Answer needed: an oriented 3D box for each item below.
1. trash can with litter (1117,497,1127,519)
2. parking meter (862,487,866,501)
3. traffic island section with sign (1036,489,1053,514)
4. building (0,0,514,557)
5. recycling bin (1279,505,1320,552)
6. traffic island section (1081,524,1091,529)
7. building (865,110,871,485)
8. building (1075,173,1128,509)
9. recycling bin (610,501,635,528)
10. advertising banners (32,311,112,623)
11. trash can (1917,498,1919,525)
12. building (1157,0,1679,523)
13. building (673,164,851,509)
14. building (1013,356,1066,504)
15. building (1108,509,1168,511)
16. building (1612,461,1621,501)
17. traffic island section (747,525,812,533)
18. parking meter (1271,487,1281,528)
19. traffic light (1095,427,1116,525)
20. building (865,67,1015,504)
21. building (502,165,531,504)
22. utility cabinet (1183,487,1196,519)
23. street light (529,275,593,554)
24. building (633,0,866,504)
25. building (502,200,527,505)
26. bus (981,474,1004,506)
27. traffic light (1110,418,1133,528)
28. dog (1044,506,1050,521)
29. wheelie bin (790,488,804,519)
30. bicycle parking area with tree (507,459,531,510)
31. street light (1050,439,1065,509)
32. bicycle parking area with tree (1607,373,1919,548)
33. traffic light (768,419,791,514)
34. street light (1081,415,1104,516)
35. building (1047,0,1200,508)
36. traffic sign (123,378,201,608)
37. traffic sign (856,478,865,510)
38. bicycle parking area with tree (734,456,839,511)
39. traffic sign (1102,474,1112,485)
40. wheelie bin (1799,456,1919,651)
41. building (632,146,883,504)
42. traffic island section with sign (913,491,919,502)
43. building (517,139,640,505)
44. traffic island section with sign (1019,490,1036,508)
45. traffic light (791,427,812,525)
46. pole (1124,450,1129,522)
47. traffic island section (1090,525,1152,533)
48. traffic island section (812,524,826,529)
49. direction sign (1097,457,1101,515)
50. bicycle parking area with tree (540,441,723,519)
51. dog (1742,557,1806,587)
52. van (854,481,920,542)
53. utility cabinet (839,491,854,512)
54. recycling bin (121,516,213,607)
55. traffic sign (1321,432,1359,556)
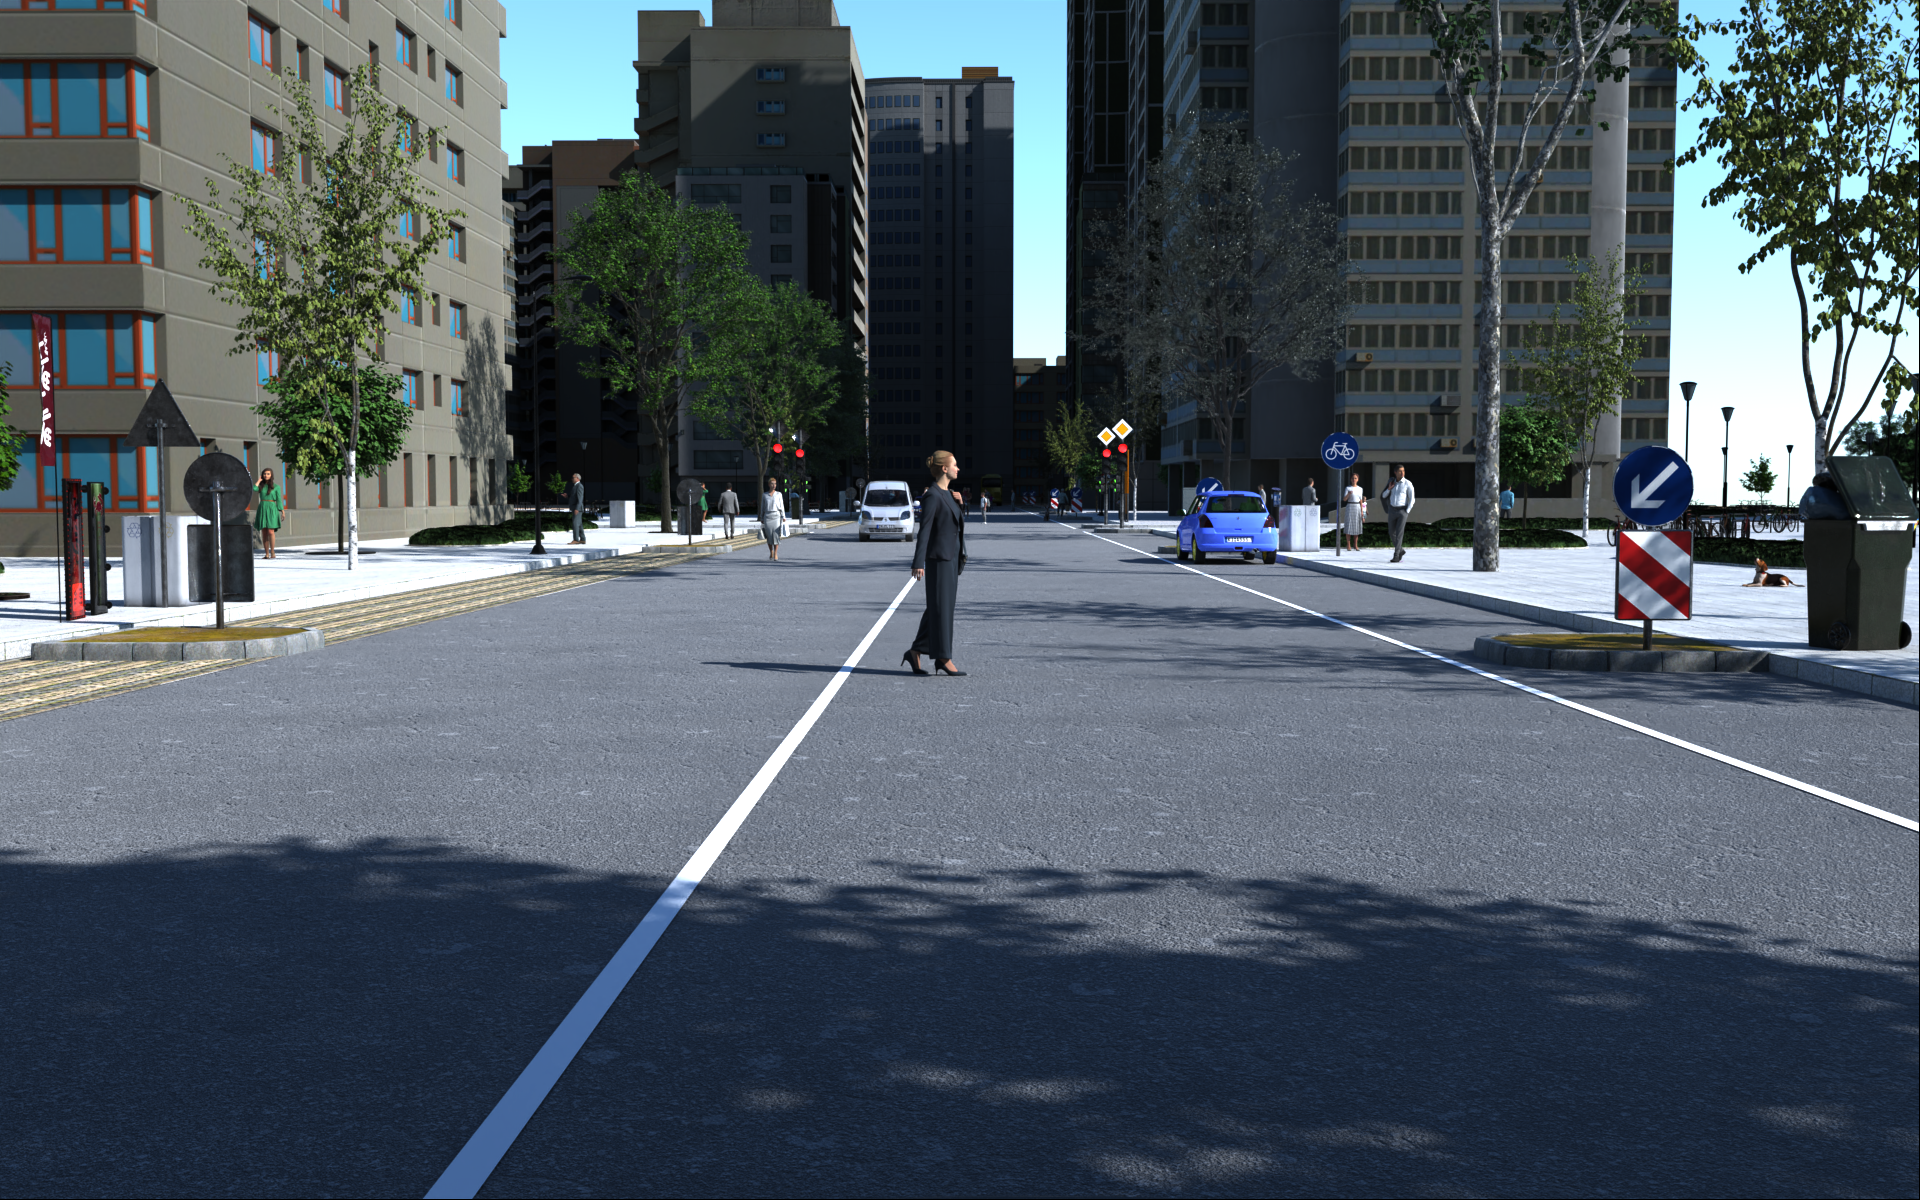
[{"bbox_3d":[8.260,-4.714,88.455,0.624,1.170,1.055,0,4,0],"label":"trash can with litter"},{"bbox_3d":[-7.723,-8.201,139.803,0.255,1.863,0.399,2,4,34],"label":"parking meter"},{"bbox_3d":[6.674,-7.067,124.181,1.989,1.847,2.006,0,4,1],"label":"traffic island section with sign"},{"bbox_3d":[-30.738,-12.441,48.454,28.899,21.520,27.650,0,4,1],"label":"building"},{"bbox_3d":[7.587,-1.601,38.731,0.722,1.027,0.722,-1,4,-10],"label":"recycling bin"},{"bbox_3d":[6.139,-3.079,72.630,2.009,0.180,2.903,0,4,1],"label":"traffic island section"},{"bbox_3d":[-17.242,-33.151,192.135,14.600,45.320,14.200,0,4,1],"label":"building"},{"bbox_3d":[17.740,-23.633,158.105,14.160,30.474,14.107,0,4,1],"label":"building"},{"bbox_3d":[-12.740,-3.231,65.373,0.722,1.027,0.722,1,4,19],"label":"recycling bin"},{"bbox_3d":[-9.056,-1.314,17.675,0.090,3.025,2.074,-1,4,-10],"label":"advertising banners"},{"bbox_3d":[39.799,-3.666,71.590,0.748,1.137,0.748,0,3,0],"label":"trash can"},{"bbox_3d":[23.232,-24.379,90.471,23.993,40.220,32.217,0,4,1],"label":"building"},{"bbox_3d":[-17.419,-23.477,155.545,14.160,30.474,14.107,0,4,1],"label":"building"},{"bbox_3d":[21.854,-24.573,246.813,28.899,21.520,27.650,0,4,1],"label":"building"},{"bbox_3d":[22.143,-42.668,135.870,20.563,71.187,20.611,0,4,1],"label":"building"},{"bbox_3d":[65.885,-36.019,208.526,30.456,49.044,23.786,0,4,1],"label":"building"},{"bbox_3d":[-6.782,-2.599,64.779,2.009,0.180,2.903,0,4,1],"label":"traffic island section"},{"bbox_3d":[11.852,-3.456,64.916,0.372,1.533,0.369,0,3,0],"label":"parking meter"},{"bbox_3d":[6.099,-5.113,72.516,0.839,4.253,0.868,0,4,1],"label":"traffic light"},{"bbox_3d":[-6.736,-42.839,242.408,28.212,58.520,21.231,0,4,1],"label":"building"},{"bbox_3d":[-67.356,-37.856,242.651,21.600,48.544,21.300,0,4,1],"label":"building"},{"bbox_3d":[7.916,-3.060,58.714,0.318,1.500,1.173,-1,4,-14],"label":"utility cabinet"},{"bbox_3d":[-8.484,-3.936,36.890,1.470,5.913,1.316,0,4,1],"label":"street light"},{"bbox_3d":[-20.806,-33.653,173.922,21.300,48.544,21.600,0,4,1],"label":"building"},{"bbox_3d":[-64.969,-31.457,206.207,23.993,40.220,32.217,0,4,1],"label":"building"},{"bbox_3d":[3.932,-13.434,211.192,2.896,3.916,12.252,0,4,2],"label":"bus"},{"bbox_3d":[6.018,-4.625,64.531,0.839,4.253,0.868,0,4,1],"label":"traffic light"},{"bbox_3d":[4.691,-4.576,91.654,0.513,0.831,0.800,3,4,37],"label":"dog"},{"bbox_3d":[-8.257,-4.873,87.583,0.693,1.594,0.980,0,4,-2],"label":"wheelie bin"},{"bbox_3d":[-38.141,-9.490,142.166,8.231,4.147,9.016,1,4,19],"label":"bicycle parking area with tree"},{"bbox_3d":[8.274,-10.698,147.447,1.470,5.913,1.316,0,4,1],"label":"street light"},{"bbox_3d":[20.816,-3.420,42.924,9.016,4.147,8.231,-3,5,-41],"label":"bicycle parking area with tree"},{"bbox_3d":[-6.743,-4.631,64.644,0.839,4.253,0.868,0,4,1],"label":"traffic light"},{"bbox_3d":[7.765,-7.874,101.288,1.470,5.913,1.316,0,4,1],"label":"street light"},{"bbox_3d":[21.377,-47.184,209.707,20.563,71.187,20.611,0,4,1],"label":"building"},{"bbox_3d":[-8.970,-1.191,19.472,0.884,2.594,0.081,0,4,2],"label":"traffic sign"},{"bbox_3d":[-7.977,-8.491,138.933,0.768,2.556,0.104,0,4,6],"label":"traffic sign"},{"bbox_3d":[-14.674,-8.723,129.621,9.016,4.147,8.231,-3,5,-41],"label":"bicycle parking area with tree"},{"bbox_3d":[8.501,-6.131,100.352,0.768,2.556,0.104,0,4,2],"label":"traffic sign"},{"bbox_3d":[7.430,-0.398,14.414,0.980,1.594,0.693,-1,4,-14],"label":"wheelie bin"},{"bbox_3d":[-24.288,-34.021,210.868,28.867,44.769,22.147,0,4,1],"label":"building"},{"bbox_3d":[-5.079,-11.795,201.469,1.989,1.847,2.006,0,4,1],"label":"traffic island section with sign"},{"bbox_3d":[-45.784,-34.528,214.649,14.200,45.320,14.600,0,4,1],"label":"building"},{"bbox_3d":[7.179,-10.138,174.379,1.989,1.847,2.006,0,4,1],"label":"traffic island section with sign"},{"bbox_3d":[-6.662,-5.120,72.629,0.839,4.253,0.868,0,4,1],"label":"traffic light"},{"bbox_3d":[7.639,-5.233,79.406,0.158,3.312,0.155,0,3,0],"label":"pole"},{"bbox_3d":[6.058,-2.591,64.645,2.009,0.180,2.903,0,4,1],"label":"traffic island section"},{"bbox_3d":[-6.702,-3.088,72.764,2.009,0.180,2.903,0,4,1],"label":"traffic island section"},{"bbox_3d":[8.433,-6.868,104.284,0.379,3.537,0.876,0,4,6],"label":"direction sign"},{"bbox_3d":[-18.195,-6.610,95.075,8.231,4.147,9.016,-2,4,-24],"label":"bicycle parking area with tree"},{"bbox_3d":[11.269,-0.381,23.968,0.748,0.427,0.550,3,4,38],"label":"dog"},{"bbox_3d":[-2.244,-2.834,53.350,2.013,2.044,4.112,0,4,-1],"label":"van"},{"bbox_3d":[-8.038,-6.983,122.845,1.173,1.500,0.318,3,4,38],"label":"utility cabinet"},{"bbox_3d":[-9.146,-0.455,19.994,0.722,1.027,0.722,0,4,3],"label":"recycling bin"},{"bbox_3d":[7.805,-2.175,35.661,0.768,2.556,0.104,0,4,4],"label":"traffic sign"}]
